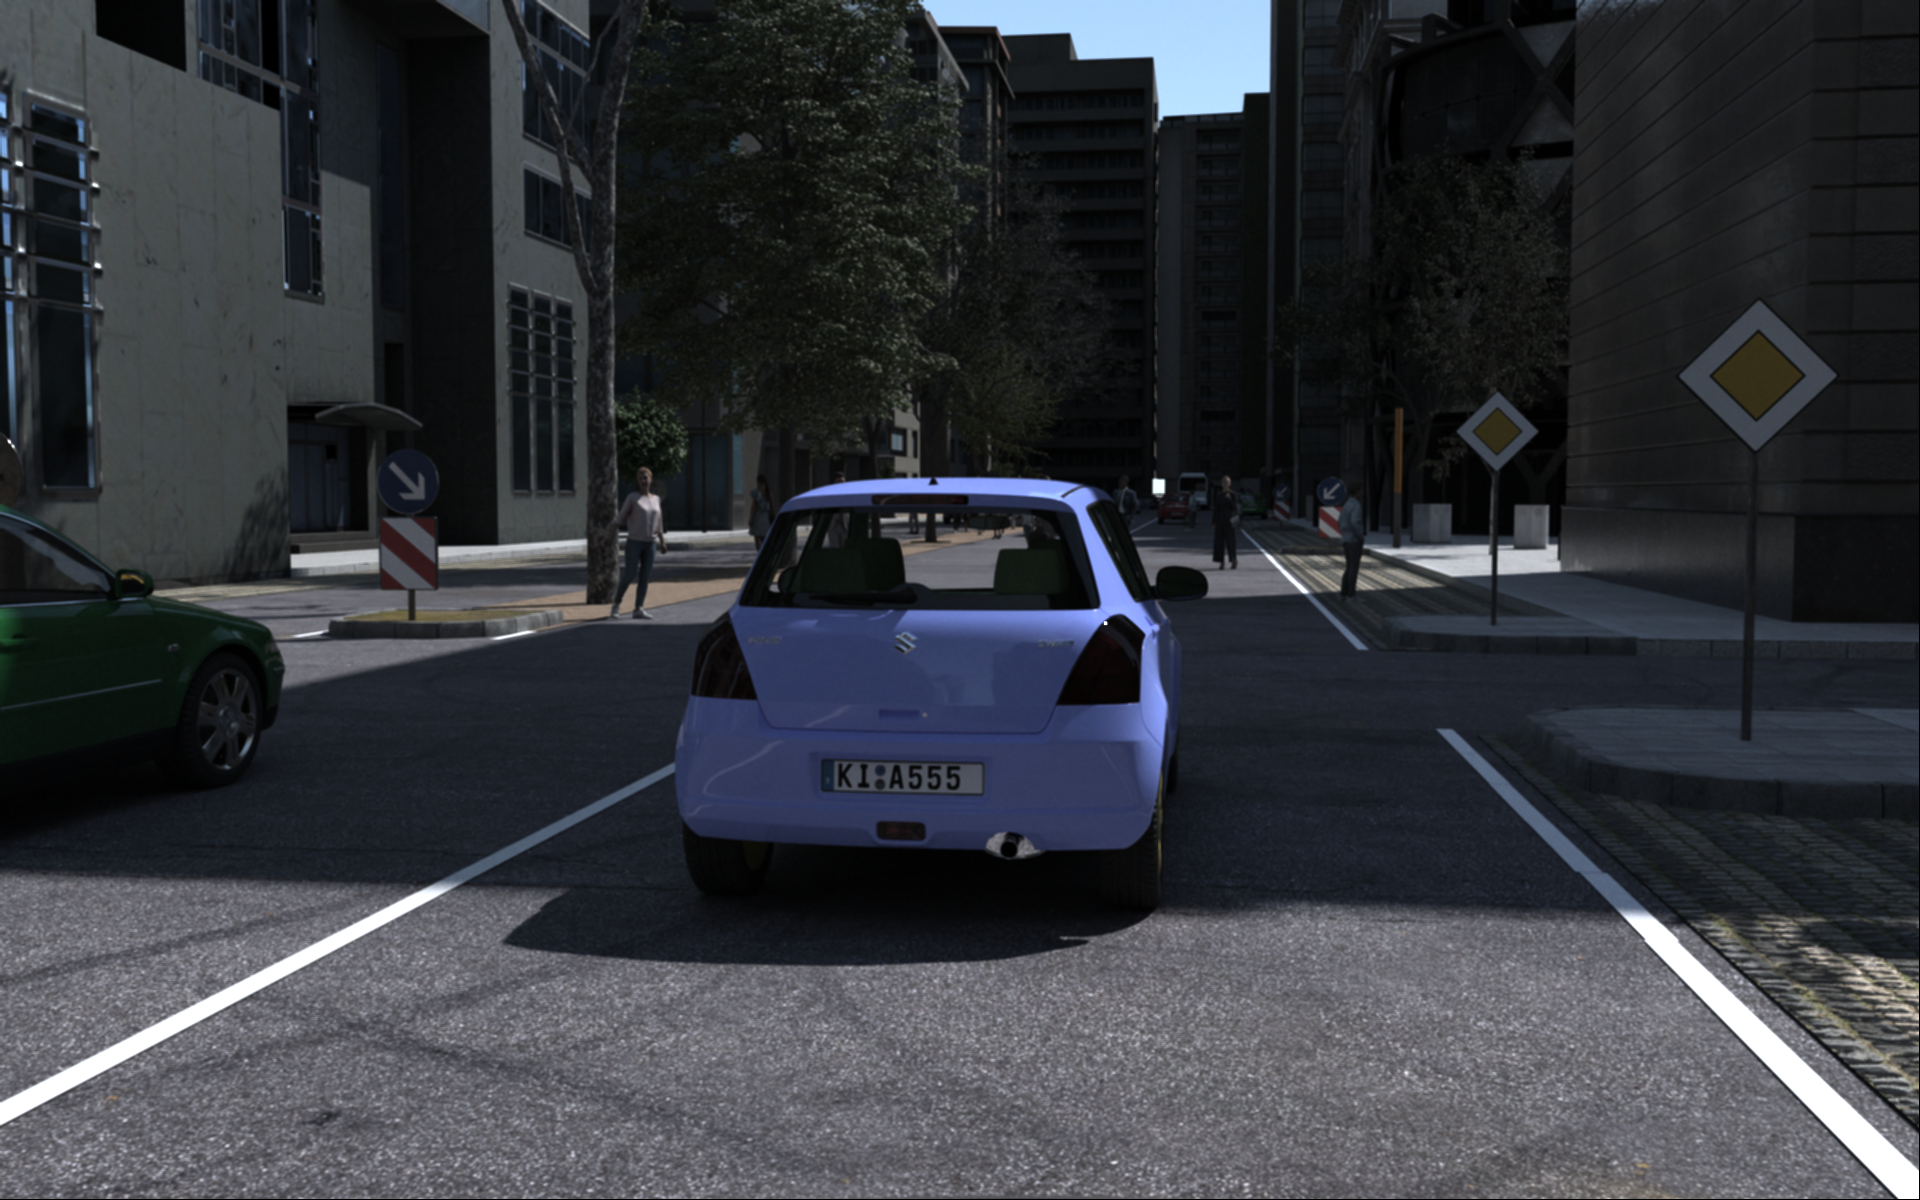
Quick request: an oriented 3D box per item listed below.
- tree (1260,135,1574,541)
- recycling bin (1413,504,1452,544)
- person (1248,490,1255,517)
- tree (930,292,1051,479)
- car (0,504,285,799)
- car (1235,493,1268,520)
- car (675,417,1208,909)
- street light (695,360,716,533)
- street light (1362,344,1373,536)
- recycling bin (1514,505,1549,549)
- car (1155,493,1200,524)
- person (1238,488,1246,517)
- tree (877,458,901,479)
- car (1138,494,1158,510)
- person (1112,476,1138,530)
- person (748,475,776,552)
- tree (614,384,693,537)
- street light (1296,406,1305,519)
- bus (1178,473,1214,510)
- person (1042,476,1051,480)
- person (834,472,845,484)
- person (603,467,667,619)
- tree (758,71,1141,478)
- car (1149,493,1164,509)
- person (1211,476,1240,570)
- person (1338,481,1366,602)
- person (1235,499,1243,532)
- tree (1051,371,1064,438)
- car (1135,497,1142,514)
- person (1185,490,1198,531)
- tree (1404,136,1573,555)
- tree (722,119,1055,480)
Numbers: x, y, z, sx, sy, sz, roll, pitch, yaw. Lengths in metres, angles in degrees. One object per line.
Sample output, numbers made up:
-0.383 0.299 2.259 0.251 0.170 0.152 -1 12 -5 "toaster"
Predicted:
12.227 -6.829 46.062 8.767 10.594 7.601 0 4 7 "tree"
12.257 -1.983 44.968 0.722 1.027 0.722 -2 4 -25 "recycling bin"
18.533 -6.190 110.647 0.436 1.711 0.756 -1 4 -23 "person"
0.864 -6.832 64.524 4.737 8.622 4.395 0 3 0 "tree"
-4.652 0.097 7.218 1.959 1.807 4.718 1 4 9 "car"
16.645 -5.520 99.043 1.959 1.807 4.718 0 4 8 "car"
0.074 0.135 7.378 1.945 1.707 3.694 1 4 8 "car"
-8.499 -5.178 57.443 0.468 5.910 1.993 0 4 8 "street light"
12.479 -4.923 53.285 0.468 5.910 1.993 0 4 8 "street light"
13.403 -1.716 40.612 0.722 1.027 0.722 2 4 24 "recycling bin"
10.478 -4.556 83.527 2.155 1.783 4.494 0 4 8 "car"
17.877 -6.178 109.514 0.705 1.824 1.348 3 5 39 "person"
-3.856 -5.940 91.726 1.663 3.219 1.824 0 3 0 "tree"
17.460 -9.116 161.046 2.014 1.417 4.499 1 4 8 "car"
3.287 -1.634 35.396 0.721 1.800 0.419 2 4 28 "person"
-3.846 -1.548 33.904 0.616 1.811 0.778 -1 4 -17 "person"
-9.634 -4.166 51.834 4.285 4.588 4.351 0 3 0 "tree"
17.772 -7.206 90.600 0.468 5.910 1.993 0 4 8 "street light"
21.604 -10.028 158.810 2.948 3.499 13.247 1 4 10 "bus"
1.771 -1.647 35.527 0.767 1.812 0.694 2 4 33 "person"
-1.967 -1.196 28.330 0.678 1.792 0.850 -1 4 -12 "person"
-3.808 -0.657 19.908 0.598 1.740 0.731 3 4 38 "person"
-0.847 -8.413 50.385 12.009 13.543 11.850 0 3 0 "tree"
19.176 -9.627 166.448 2.155 1.783 4.494 1 4 10 "car"
5.045 -1.470 32.955 0.576 1.772 0.534 1 4 18 "person"
5.185 -0.765 22.823 0.330 1.601 0.589 0 3 0 "person"
10.629 -3.236 66.091 0.332 1.250 0.352 1 4 20 "person"
2.152 -7.119 69.218 4.737 8.622 4.395 0 3 0 "tree"
12.191 -6.966 126.249 2.083 1.381 4.827 1 4 9 "car"
9.053 -3.503 67.588 0.589 1.601 0.330 -3 5 -44 "person"
11.322 -5.273 36.570 4.360 8.622 3.978 0 3 0 "tree"
-1.877 -6.347 40.635 8.767 10.594 7.601 0 4 8 "tree"
